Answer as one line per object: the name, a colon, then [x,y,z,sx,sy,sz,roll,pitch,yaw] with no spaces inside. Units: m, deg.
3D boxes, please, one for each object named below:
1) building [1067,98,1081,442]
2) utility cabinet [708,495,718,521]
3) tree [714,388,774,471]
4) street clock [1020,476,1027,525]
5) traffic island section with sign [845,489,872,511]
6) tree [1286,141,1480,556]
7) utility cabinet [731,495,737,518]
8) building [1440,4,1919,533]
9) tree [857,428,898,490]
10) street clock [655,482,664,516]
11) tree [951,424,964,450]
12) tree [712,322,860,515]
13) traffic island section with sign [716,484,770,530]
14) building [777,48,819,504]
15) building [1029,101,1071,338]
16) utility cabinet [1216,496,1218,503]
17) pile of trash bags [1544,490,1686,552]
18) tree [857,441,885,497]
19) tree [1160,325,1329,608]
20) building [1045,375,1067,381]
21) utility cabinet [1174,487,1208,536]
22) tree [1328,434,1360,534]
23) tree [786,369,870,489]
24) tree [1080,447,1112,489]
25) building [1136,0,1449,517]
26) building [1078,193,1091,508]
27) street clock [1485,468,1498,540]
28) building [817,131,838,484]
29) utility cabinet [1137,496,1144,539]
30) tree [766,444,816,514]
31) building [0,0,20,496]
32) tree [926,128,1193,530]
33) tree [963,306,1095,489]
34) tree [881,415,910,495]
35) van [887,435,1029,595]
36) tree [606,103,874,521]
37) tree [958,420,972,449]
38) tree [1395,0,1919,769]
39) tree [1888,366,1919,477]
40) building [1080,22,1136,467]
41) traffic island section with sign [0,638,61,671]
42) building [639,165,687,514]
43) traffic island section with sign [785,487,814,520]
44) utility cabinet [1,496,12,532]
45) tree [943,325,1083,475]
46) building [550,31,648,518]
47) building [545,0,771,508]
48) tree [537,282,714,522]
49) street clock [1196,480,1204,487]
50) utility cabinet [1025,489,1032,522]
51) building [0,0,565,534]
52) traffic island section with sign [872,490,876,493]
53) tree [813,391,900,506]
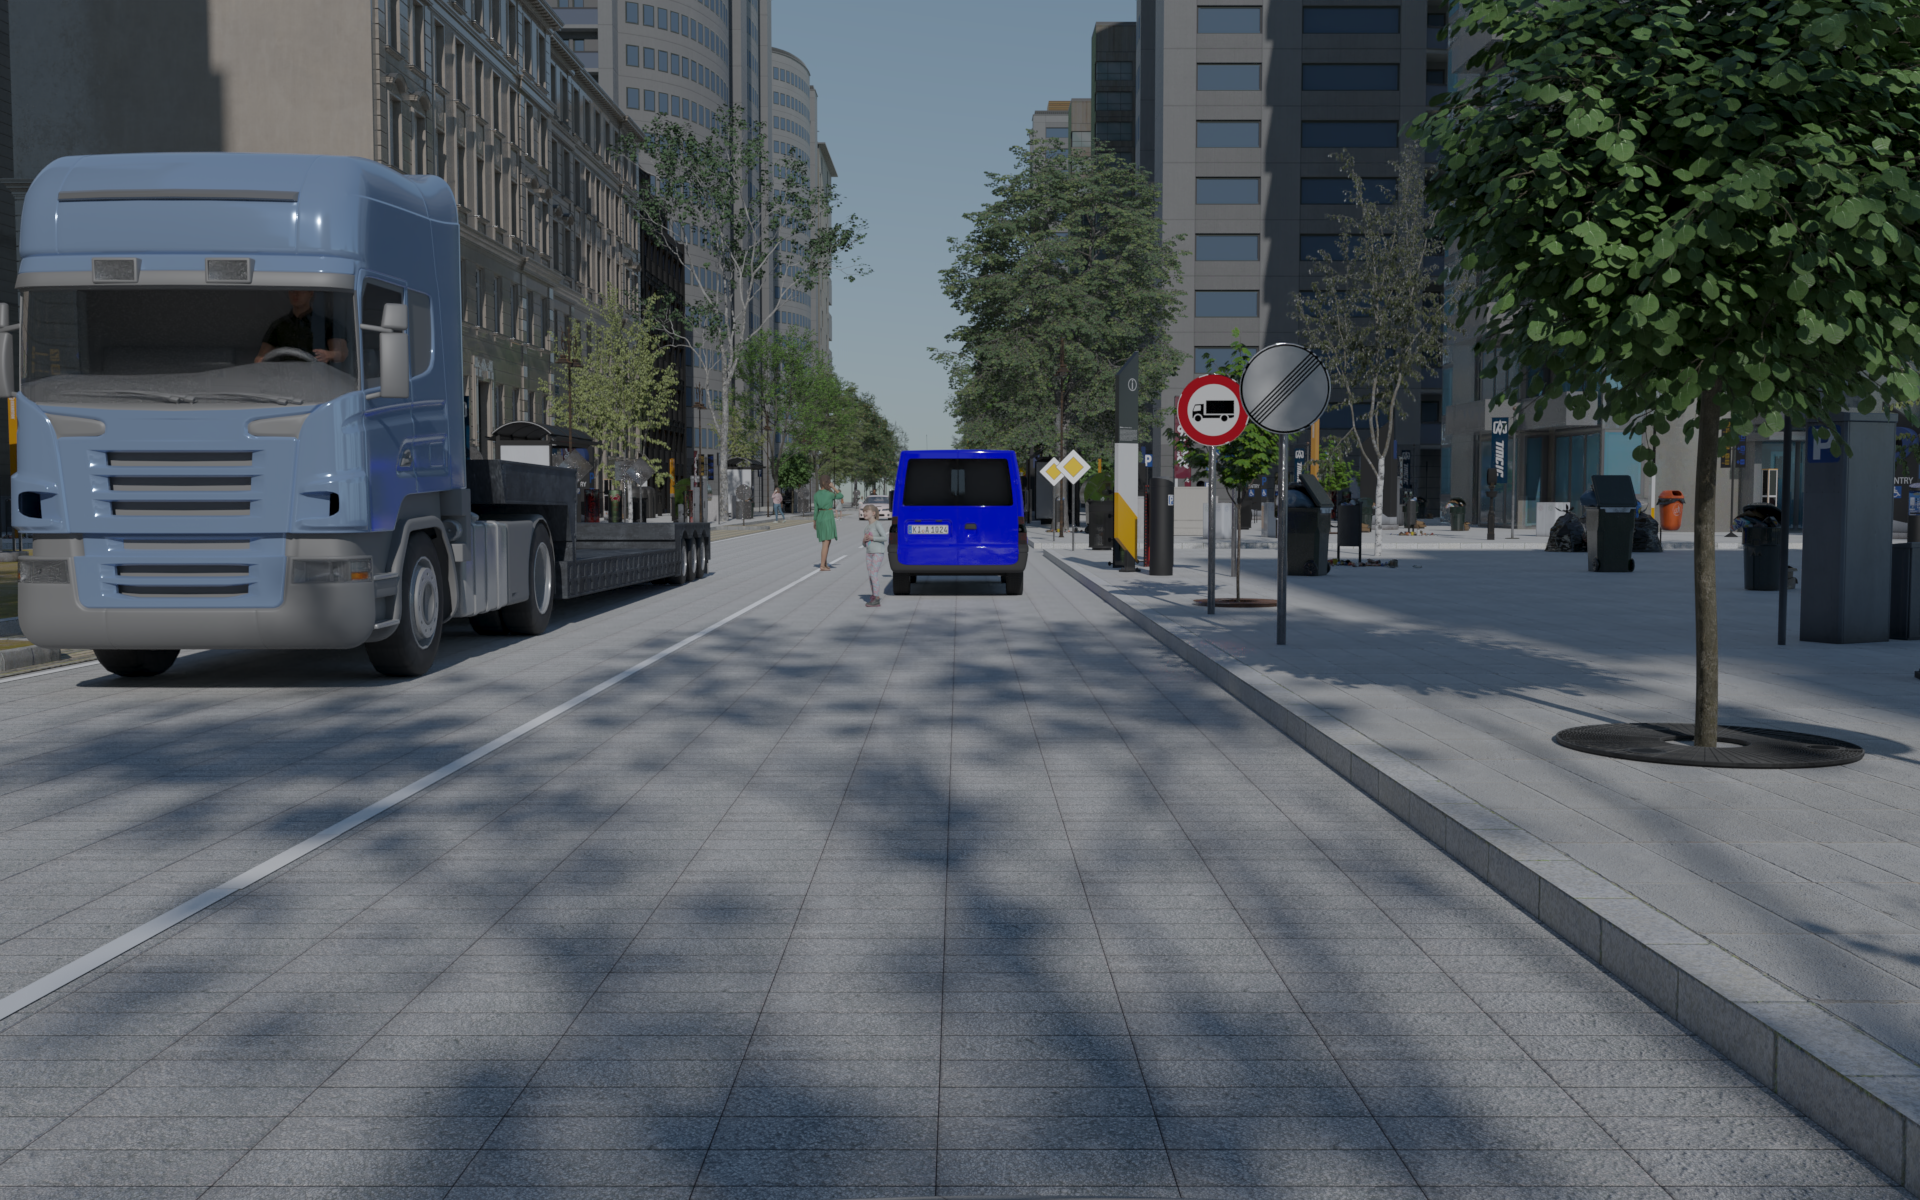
building: [18.235,-30.504,182.334,14.154,41.232,14.086,0,3,0]
utility cabinet: [-11.643,-4.363,82.489,1.020,1.237,0.306,-1,4,-17]
tree: [-15.023,-10.254,118.007,4.737,8.622,4.395,0,3,0]
street clock: [2.494,-3.945,69.066,0.358,2.002,0.471,-1,4,-20]
traffic island section with sign: [-8.685,-8.438,146.586,1.989,1.847,2.006,0,3,0]
tree: [8.711,-5.231,35.885,4.360,8.622,3.978,0,3,0]
utility cabinet: [-11.917,-4.916,91.536,0.306,1.237,1.020,0,4,-5]
building: [34.216,-27.311,66.146,30.456,49.044,23.786,0,3,0]
tree: [-11.356,-17.488,220.339,7.601,10.594,8.767,-3,5,-42]
street clock: [-17.328,-5.833,99.940,0.358,2.002,0.471,2,4,33]
tree: [4.139,-16.924,187.084,12.009,13.543,11.850,0,3,0]
tree: [-11.262,-10.995,105.530,9.928,11.665,9.643,0,3,0]
traffic island section with sign: [-8.679,-3.727,69.572,1.989,1.847,2.006,0,3,0]
building: [-30.196,-41.876,226.674,21.231,58.520,28.212,0,3,0]
building: [21.132,-44.289,266.115,21.231,58.520,28.212,0,3,0]
utility cabinet: [10.335,-3.760,72.629,1.020,1.237,0.306,-2,4,-27]
pile of trash bags: [14.874,-1.769,38.682,3.447,1.369,1.912,-2,4,-28]
tree: [-10.941,-15.163,198.281,4.360,8.622,3.978,0,3,0]
tree: [3.092,-1.553,19.998,1.663,3.219,1.824,0,3,0]
building: [25.601,-24.024,237.836,27.650,21.520,28.899,0,3,0]
utility cabinet: [7.019,-2.708,52.949,1.173,1.500,0.318,1,4,16]
tree: [11.794,-3.735,55.662,1.663,3.219,1.824,0,3,0]
tree: [-11.882,-14.554,156.088,7.486,12.596,7.792,0,3,0]
tree: [7.971,-7.418,104.999,4.285,4.588,4.351,0,3,0]
building: [21.345,-34.494,105.980,21.231,58.520,28.212,0,3,0]
building: [18.367,-24.269,168.498,14.160,30.474,14.107,0,3,0]
street clock: [14.826,-2.676,48.317,0.358,2.002,0.471,1,4,10]
building: [-32.990,-40.698,254.651,28.713,52.752,27.495,0,3,0]
utility cabinet: [5.204,-2.369,49.903,1.020,1.237,0.306,-2,4,-25]
tree: [-11.058,-7.926,113.306,4.285,4.588,4.351,0,3,0]
building: [-47.801,-17.230,59.211,29.804,29.767,11.434,0,3,0]
tree: [3.699,-9.491,61.832,9.857,13.997,8.962,0,3,0]
tree: [3.725,-10.153,91.752,9.928,11.665,9.643,0,3,0]
tree: [-11.668,-21.774,266.376,12.009,13.543,11.850,0,3,0]
van: [-0.024,-1.332,26.169,2.240,2.365,5.245,0,3,0]
tree: [-10.201,-13.845,82.256,12.611,20.169,13.585,0,3,0]
tree: [3.437,-19.643,239.295,7.486,12.596,7.792,0,3,0]
tree: [3.838,-1.528,8.697,4.285,4.588,4.351,0,3,0]
tree: [19.793,-5.128,34.208,4.737,8.622,4.395,0,3,0]
building: [18.480,-28.777,154.100,14.154,41.232,14.086,0,3,0]
traffic island section with sign: [-8.685,-0.348,14.315,1.989,1.847,2.006,0,3,0]
building: [-25.229,-17.299,112.520,12.332,23.373,15.834,0,3,0]
traffic island section with sign: [-8.687,-5.376,96.527,1.989,1.847,2.006,0,3,0]
utility cabinet: [-32.263,-2.927,59.020,0.306,1.237,1.020,2,4,33]
tree: [3.696,-11.946,112.318,9.611,12.733,9.660,0,3,0]
building: [-24.755,-18.012,91.753,12.463,27.353,25.104,0,3,0]
building: [-29.723,-38.038,163.927,21.231,58.520,28.212,0,3,0]
tree: [-11.424,-6.682,59.607,4.737,8.622,4.395,0,3,0]
street clock: [12.801,-5.355,92.126,0.471,2.002,0.358,0,4,5]
utility cabinet: [2.942,-4.319,79.294,0.318,1.500,1.173,1,4,22]
building: [-24.019,-16.459,66.373,12.463,27.353,25.104,0,3,0]
traffic island section with sign: [-8.687,-10.116,174.017,1.989,1.847,2.006,0,3,0]
tree: [-11.167,-16.498,186.741,9.611,12.733,9.660,0,3,0]
